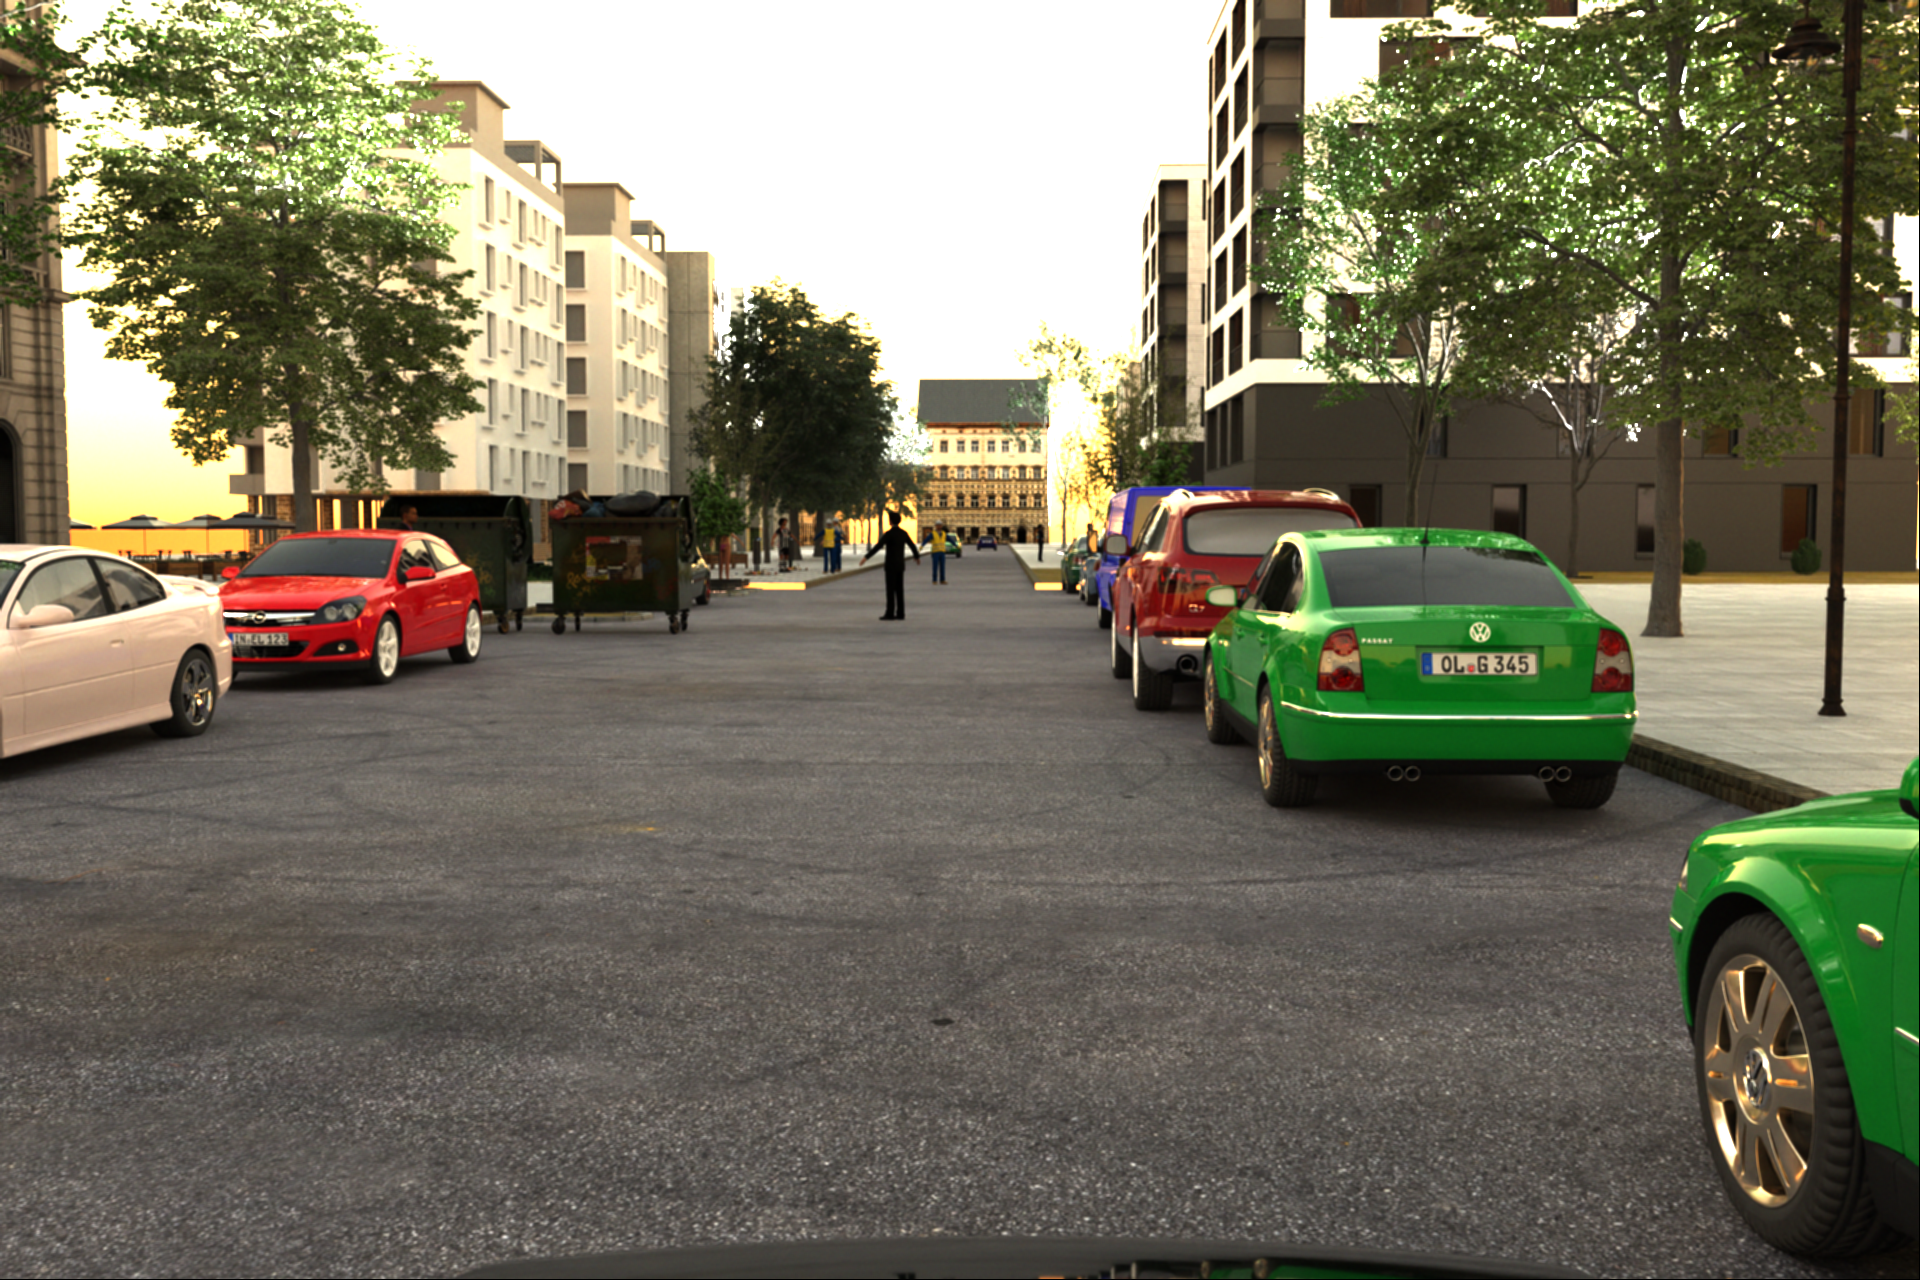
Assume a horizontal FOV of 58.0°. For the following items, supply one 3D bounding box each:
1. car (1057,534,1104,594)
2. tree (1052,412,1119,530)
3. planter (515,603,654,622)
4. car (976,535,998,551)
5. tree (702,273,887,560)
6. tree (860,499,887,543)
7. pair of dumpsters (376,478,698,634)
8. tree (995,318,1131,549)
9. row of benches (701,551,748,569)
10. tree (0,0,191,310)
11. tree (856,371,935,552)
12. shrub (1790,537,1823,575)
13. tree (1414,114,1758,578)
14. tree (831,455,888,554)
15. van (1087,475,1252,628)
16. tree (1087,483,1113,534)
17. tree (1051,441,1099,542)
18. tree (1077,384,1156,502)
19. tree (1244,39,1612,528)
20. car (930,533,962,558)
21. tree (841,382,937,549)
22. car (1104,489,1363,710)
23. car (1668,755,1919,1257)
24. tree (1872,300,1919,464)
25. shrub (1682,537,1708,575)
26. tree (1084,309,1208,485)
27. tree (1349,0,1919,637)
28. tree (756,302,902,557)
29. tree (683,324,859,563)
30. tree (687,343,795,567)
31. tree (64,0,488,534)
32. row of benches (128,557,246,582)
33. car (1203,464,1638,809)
[{"bbox_3d":[3.494,-1.915,43.106,2.131,1.459,4.920,0,4,1],"label":"car"},{"bbox_3d":[8.120,-9.392,103.914,4.360,8.622,3.978,0,3,0],"label":"tree"},{"bbox_3d":[-6.238,-0.490,29.147,1.991,0.319,1.994,0,4,1],"label":"planter"},{"bbox_3d":[2.349,-8.444,150.642,1.945,1.354,3.894,0,4,2],"label":"car"},{"bbox_3d":[-8.094,-10.890,84.714,9.857,13.997,8.962,0,3,0],"label":"tree"},{"bbox_3d":[-13.844,-19.368,242.426,9.928,11.665,9.643,0,3,0],"label":"tree"},{"bbox_3d":[-6.113,-1.236,25.154,4.436,2.255,1.574,0,4,1],"label":"pair of dumpsters"},{"bbox_3d":[9.085,-18.051,151.028,12.611,20.169,13.585,0,3,0],"label":"tree"},{"bbox_3d":[-9.107,-2.930,63.375,1.422,0.672,4.104,2,4,25],"label":"row of benches"},{"bbox_3d":[-11.832,-5.638,17.943,9.928,11.665,9.643,0,3,0],"label":"tree"},{"bbox_3d":[-6.540,-13.231,126.691,12.009,13.543,11.850,0,3,0],"label":"tree"},{"bbox_3d":[26.529,-2.642,54.306,1.383,1.207,1.383,0,3,0],"label":"shrub"},{"bbox_3d":[18.014,-8.549,50.148,12.009,13.543,11.850,0,3,0],"label":"tree"},{"bbox_3d":[-6.755,-9.853,111.461,4.737,8.622,4.395,0,3,0],"label":"tree"},{"bbox_3d":[3.002,-1.235,24.581,2.240,2.365,5.245,0,4,1],"label":"van"},{"bbox_3d":[19.638,-17.694,239.656,4.737,8.622,4.395,0,3,0],"label":"tree"},{"bbox_3d":[8.547,-11.108,131.977,4.360,8.622,3.978,0,3,0],"label":"tree"},{"bbox_3d":[7.828,-8.208,84.568,4.737,8.622,4.395,0,3,0],"label":"tree"},{"bbox_3d":[9.858,-6.803,36.990,9.928,11.665,9.643,0,3,0],"label":"tree"},{"bbox_3d":[-0.825,-5.934,105.821,1.959,1.807,4.718,0,4,1],"label":"car"},{"bbox_3d":[-6.739,-14.534,144.284,9.857,13.997,8.962,0,3,0],"label":"tree"},{"bbox_3d":[2.474,-0.422,15.581,2.281,1.827,5.304,0,4,2],"label":"car"},{"bbox_3d":[2.451,0.411,2.079,1.959,1.807,4.718,0,4,1],"label":"car"},{"bbox_3d":[28.085,-6.044,49.189,4.737,8.622,4.395,0,3,0],"label":"tree"},{"bbox_3d":[22.837,-2.626,54.046,1.383,1.207,1.383,0,3,0],"label":"shrub"},{"bbox_3d":[6.168,-6.494,56.539,4.360,8.622,3.978,0,3,0],"label":"tree"},{"bbox_3d":[8.864,-6.339,21.771,7.486,12.596,7.792,0,3,0],"label":"tree"},{"bbox_3d":[-7.915,-11.613,96.533,9.857,13.997,8.962,0,3,0],"label":"tree"},{"bbox_3d":[-8.400,-8.670,76.175,8.767,10.594,7.601,1,4,8],"label":"tree"},{"bbox_3d":[-8.803,-7.132,66.965,4.360,8.622,3.978,0,3,0],"label":"tree"},{"bbox_3d":[-12.864,-6.993,32.455,7.486,12.596,7.792,0,3,0],"label":"tree"},{"bbox_3d":[-20.784,-1.859,45.853,1.422,0.672,4.104,2,4,26],"label":"row of benches"},{"bbox_3d":[2.530,-0.100,10.434,1.959,1.807,4.718,0,4,2],"label":"car"}]
